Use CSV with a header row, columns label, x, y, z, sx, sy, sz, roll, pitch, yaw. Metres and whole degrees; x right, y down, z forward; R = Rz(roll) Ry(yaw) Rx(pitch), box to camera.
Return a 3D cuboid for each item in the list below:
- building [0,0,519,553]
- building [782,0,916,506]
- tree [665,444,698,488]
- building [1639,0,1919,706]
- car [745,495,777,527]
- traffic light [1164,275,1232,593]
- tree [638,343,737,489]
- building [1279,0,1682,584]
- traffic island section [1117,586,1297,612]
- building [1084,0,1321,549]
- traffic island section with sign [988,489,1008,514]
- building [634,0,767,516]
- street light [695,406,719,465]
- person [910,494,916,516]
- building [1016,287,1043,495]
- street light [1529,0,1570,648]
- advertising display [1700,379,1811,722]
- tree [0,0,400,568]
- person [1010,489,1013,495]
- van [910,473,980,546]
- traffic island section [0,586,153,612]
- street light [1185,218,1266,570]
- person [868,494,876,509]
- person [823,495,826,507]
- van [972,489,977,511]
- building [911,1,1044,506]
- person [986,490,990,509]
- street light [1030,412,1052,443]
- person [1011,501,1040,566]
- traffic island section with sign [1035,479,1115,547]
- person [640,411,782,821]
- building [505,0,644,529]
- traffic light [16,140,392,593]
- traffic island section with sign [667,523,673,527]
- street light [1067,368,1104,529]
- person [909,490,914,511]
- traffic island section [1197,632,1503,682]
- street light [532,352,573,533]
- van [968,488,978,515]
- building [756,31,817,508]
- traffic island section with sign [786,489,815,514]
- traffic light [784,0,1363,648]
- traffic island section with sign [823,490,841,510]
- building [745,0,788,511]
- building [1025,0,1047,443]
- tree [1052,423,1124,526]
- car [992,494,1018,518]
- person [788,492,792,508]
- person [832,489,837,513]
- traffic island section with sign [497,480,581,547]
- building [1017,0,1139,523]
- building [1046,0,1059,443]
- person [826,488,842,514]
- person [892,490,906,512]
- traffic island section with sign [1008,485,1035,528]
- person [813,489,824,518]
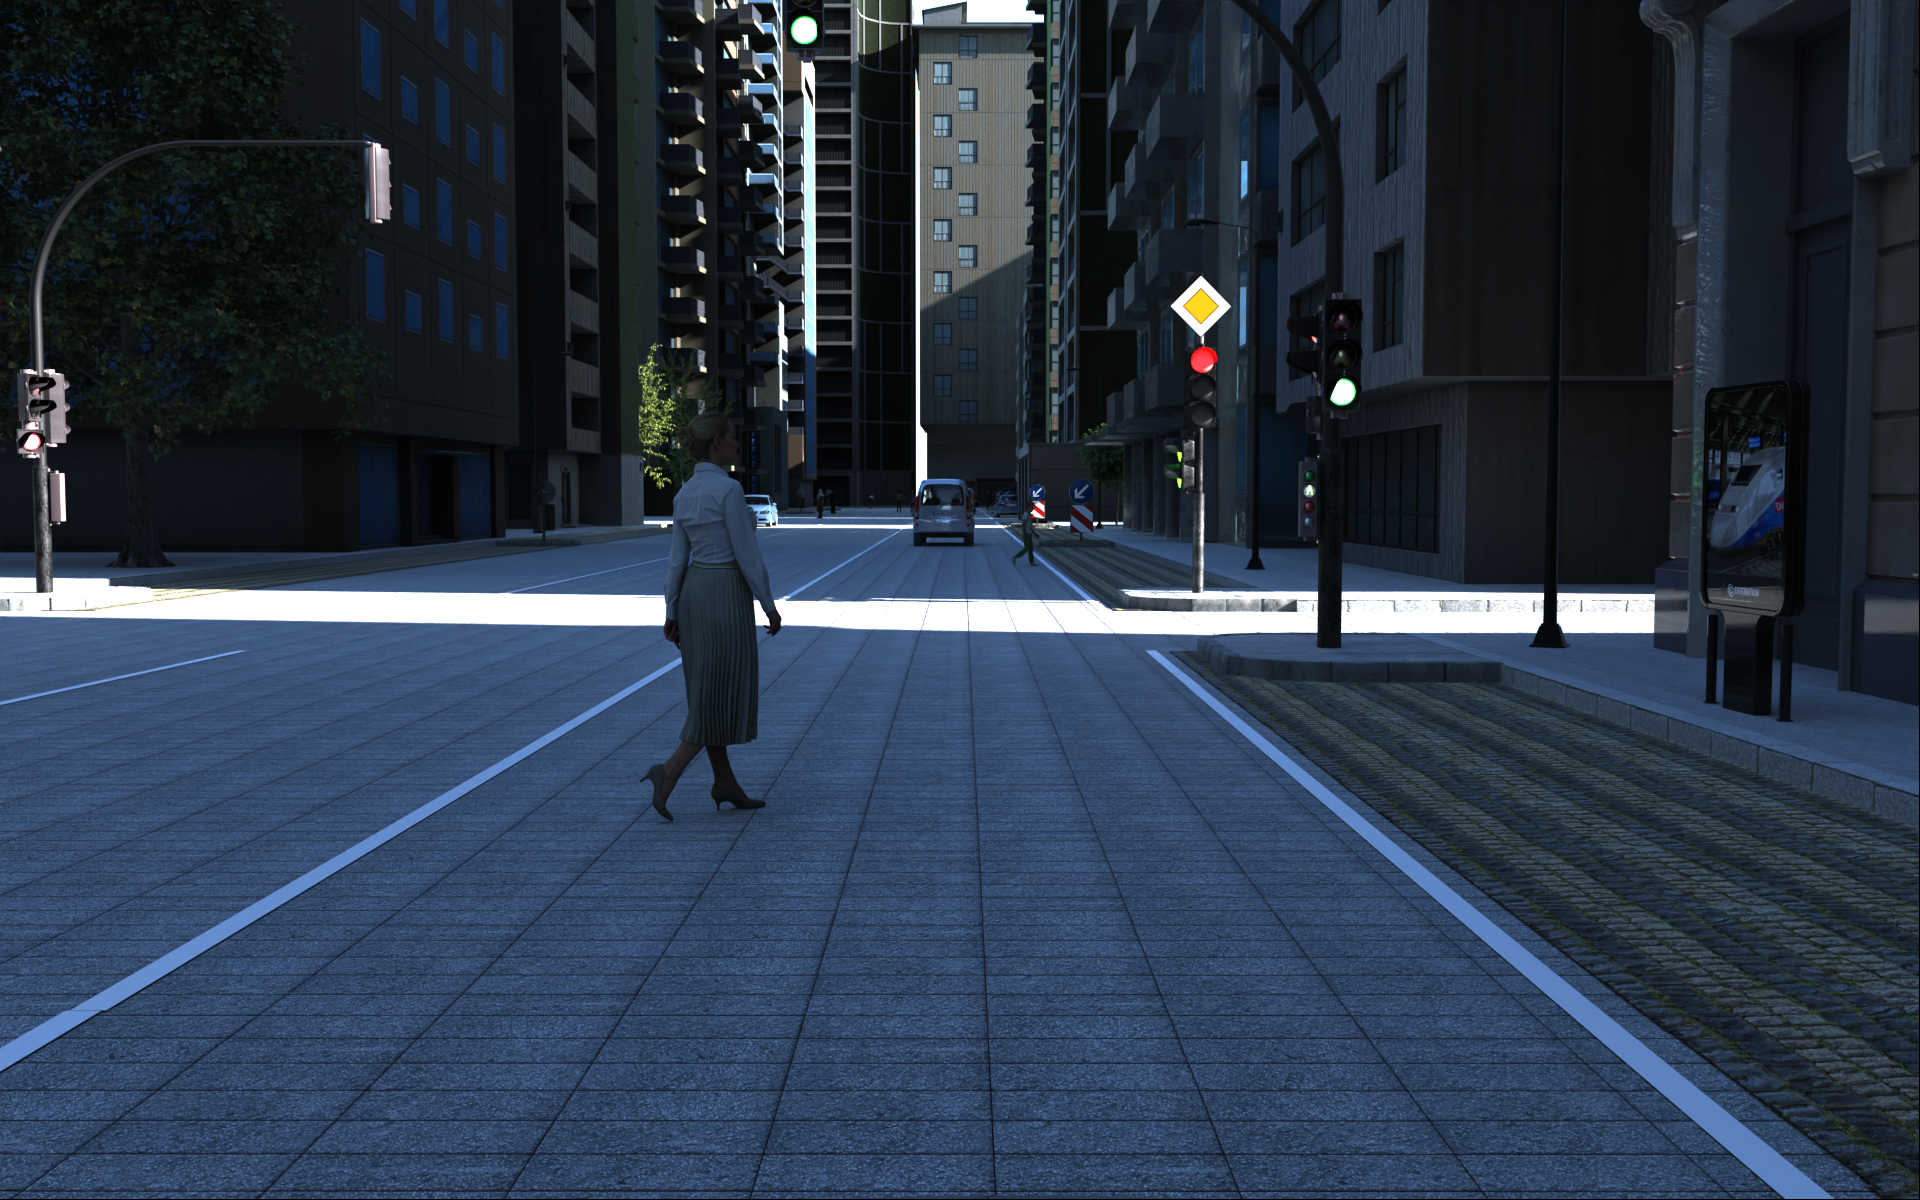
label,x,y,z,sx,sy,sz,roll,pitch,yaw
building,-20.043,-24.050,43.324,14.600,45.320,14.200,0,3,0
building,-15.355,-46.014,190.577,20.611,71.187,20.563,0,3,0
tree,-14.854,-6.913,96.741,4.285,4.588,4.351,0,3,0
building,12.007,-13.333,3.900,13.634,28.700,20.117,0,3,0
car,-9.142,-3.988,77.198,2.014,1.417,4.499,0,4,-1
traffic light,3.075,-2.048,22.400,0.839,4.253,0.868,0,3,0
tree,-13.623,-8.334,86.623,4.737,8.622,4.395,0,3,0
building,13.157,-15.610,26.927,14.107,30.474,14.160,0,3,0
traffic island section,3.115,-0.014,22.514,2.009,0.180,2.903,0,3,0
building,16.293,-26.457,52.183,23.786,49.044,30.456,0,3,0
traffic island section with sign,3.235,-7.079,124.365,1.989,1.847,2.006,0,3,0
building,-24.513,-27.983,112.140,22.147,44.769,28.867,0,3,0
street light,-13.371,-7.252,91.112,1.470,5.913,1.316,0,3,0
person,-2.999,-6.161,112.467,0.421,1.427,0.697,-2,4,-23
building,19.419,-19.229,159.431,27.650,21.520,28.899,0,3,0
street light,4.420,-2.560,14.400,1.470,5.913,1.316,0,3,0
advertising display,4.634,-0.302,10.146,0.123,1.923,0.974,0,4,-3
tree,-14.560,-6.923,30.203,9.611,12.733,9.660,0,3,0
person,5.135,-10.134,171.744,0.705,1.823,1.348,0,4,-5
van,-0.435,-2.571,49.043,2.013,2.044,4.112,0,4,1
traffic island section,-11.926,-0.016,22.535,2.009,0.180,2.903,0,3,0
street light,4.493,-3.474,29.348,1.470,5.913,1.316,0,3,0
person,-8.780,-9.799,171.897,0.628,1.438,0.799,1,4,22
person,-13.732,-10.028,173.197,0.799,1.438,0.628,-1,4,-21
van,0.527,-8.597,147.568,2.013,2.044,4.112,0,4,-1
building,8.702,-37.058,195.129,27.495,52.752,28.713,0,3,0
person,2.557,-8.875,154.135,0.721,1.766,1.217,1,4,9
street light,4.616,-7.645,97.544,1.470,5.913,1.316,0,3,0
person,1.304,-1.326,34.433,0.590,1.304,0.306,-1,4,-9
traffic island section with sign,3.146,-2.354,47.112,1.989,1.847,2.006,0,3,0
person,-1.129,0.064,7.677,0.641,1.798,0.478,-2,4,-33
building,-20.469,-17.993,65.890,14.160,30.474,14.107,0,3,0
traffic light,-9.794,-2.921,22.433,4.771,5.953,1.251,0,3,0
traffic island section with sign,-11.542,-4.055,74.926,1.989,1.847,2.006,0,3,0
street light,4.614,-5.581,63.798,1.470,5.913,1.316,0,3,0
person,-4.031,-8.390,146.227,0.434,1.755,0.990,3,5,43
traffic island section,3.106,0.474,14.528,2.009,0.180,2.903,0,3,0
street light,-13.338,-5.151,56.767,1.470,5.913,1.316,0,3,0
van,0.262,-7.039,122.101,2.013,2.044,4.112,0,4,1
building,-21.509,-31.555,166.035,14.200,45.320,14.600,0,3,0
traffic island section with sign,-11.480,-7.125,125.128,1.989,1.847,2.006,0,3,0
traffic light,0.974,-2.422,14.276,4.771,5.953,1.251,0,3,0
traffic island section with sign,-11.457,-8.774,152.083,1.989,1.847,2.006,0,3,0
building,-24.908,-50.647,140.744,22.319,86.520,31.000,0,3,0
building,16.159,-29.060,129.759,22.147,44.769,28.867,0,3,0
tree,6.343,-5.331,70.877,4.285,4.588,4.351,0,3,0
car,2.987,-5.692,105.059,2.014,1.417,4.499,0,4,-1
person,-15.929,-9.331,159.151,0.990,1.755,0.434,1,4,17
person,-9.317,-7.348,128.276,0.705,1.869,1.348,-1,4,-11
traffic island section with sign,-11.575,-2.400,47.866,1.989,1.847,2.006,0,3,0
building,13.459,-39.555,84.981,20.563,71.187,20.611,0,3,0
building,12.336,-25.949,107.868,14.154,41.232,14.086,0,3,0
person,-9.071,-7.092,124.081,1.348,1.869,0.705,2,4,27
person,-4.946,-7.984,139.748,1.217,1.736,0.721,1,4,15
traffic island section with sign,3.166,-4.002,74.067,1.989,1.847,2.006,0,3,0
person,-8.404,-5.743,103.136,0.721,1.736,1.217,-2,4,-31
